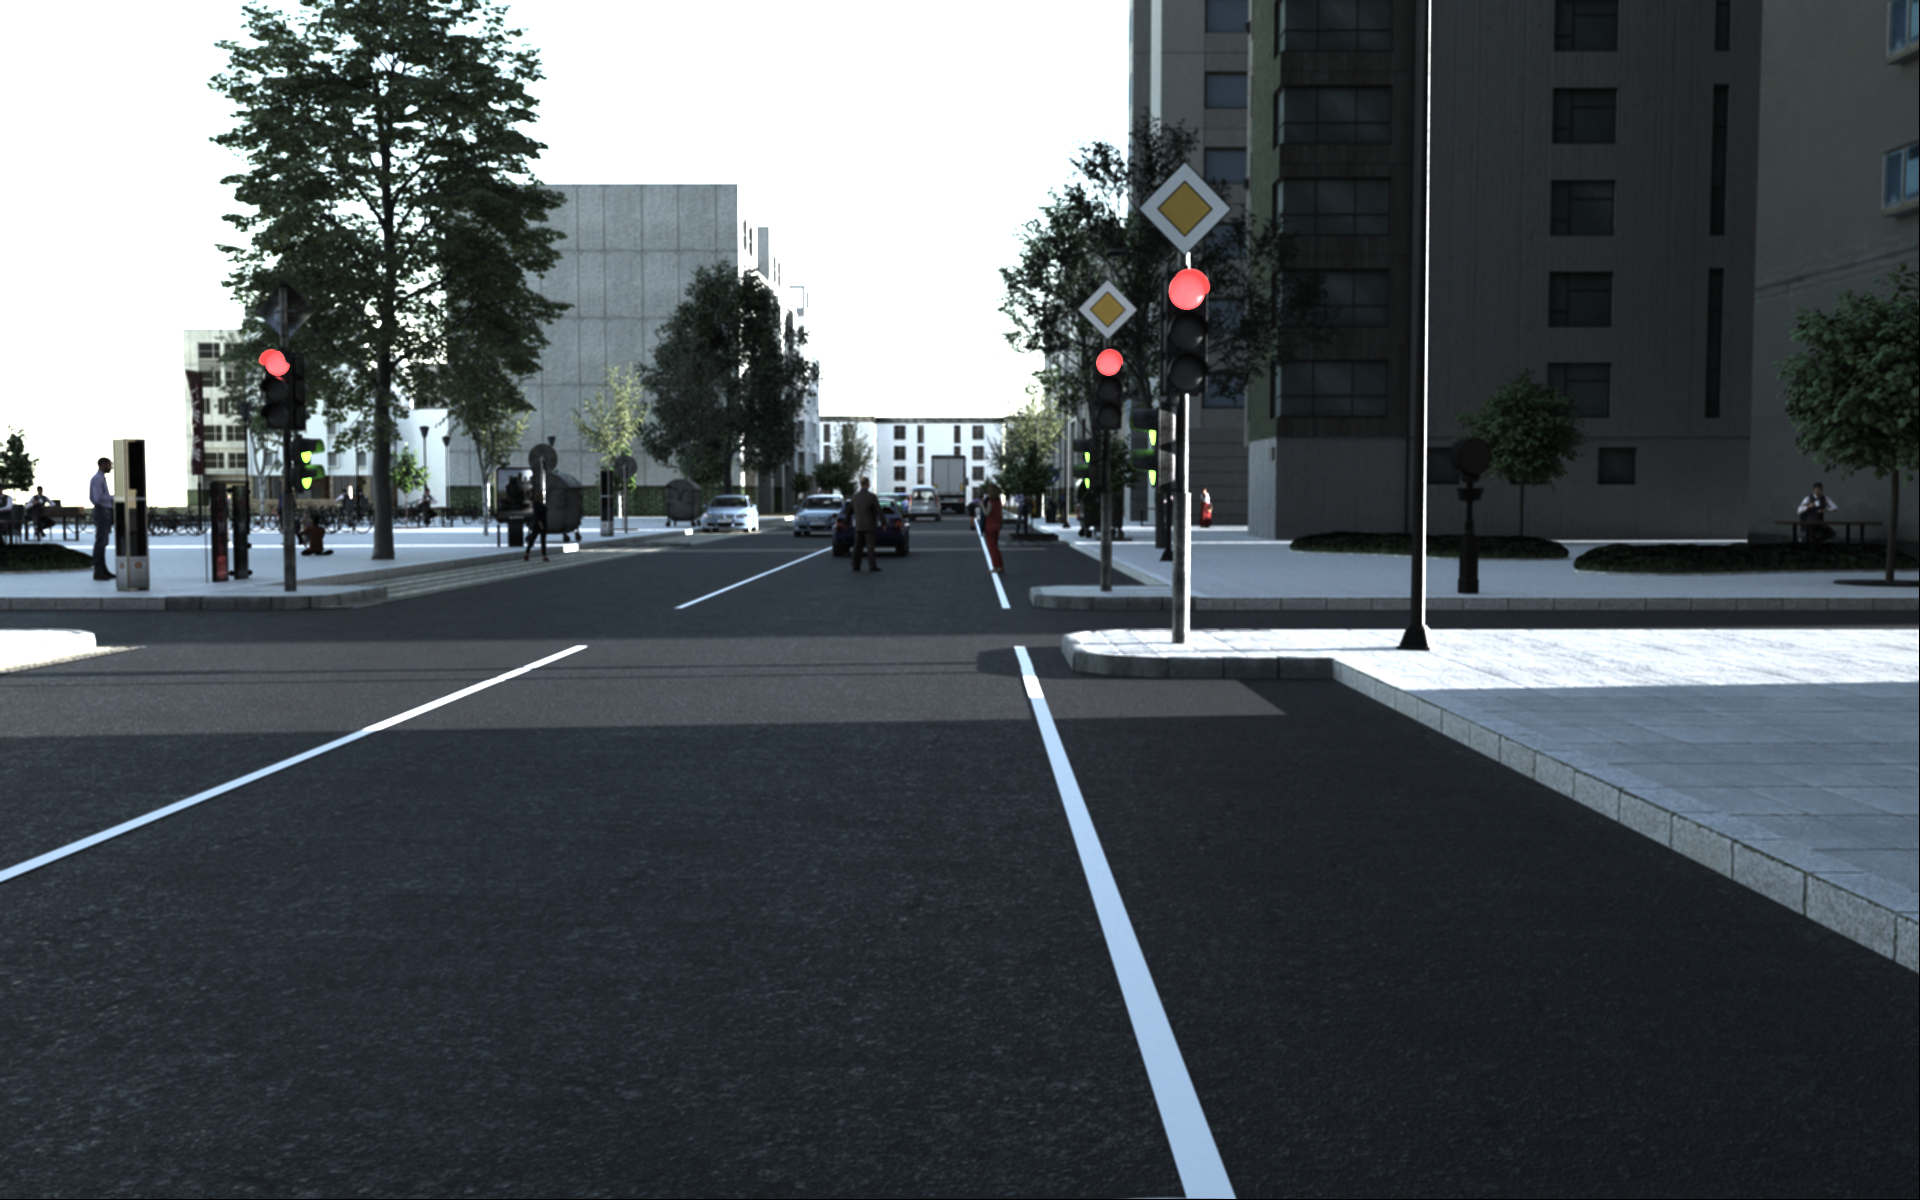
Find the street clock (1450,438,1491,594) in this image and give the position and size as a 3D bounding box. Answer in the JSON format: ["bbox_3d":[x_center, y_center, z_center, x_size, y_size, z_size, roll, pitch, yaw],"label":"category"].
[{"bbox_3d":[6.575,-1.087,22.351,0.471,2.002,0.358,-1,4,-17],"label":"street clock"}]

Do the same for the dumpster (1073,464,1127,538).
[{"bbox_3d":[4.158,-2.979,51.201,1.502,2.255,1.985,0,3,0],"label":"dumpster"}]

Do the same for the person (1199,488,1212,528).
[{"bbox_3d":[9.381,-3.532,66.251,0.523,1.526,0.387,-3,5,-39],"label":"person"}]

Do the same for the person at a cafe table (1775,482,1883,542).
[{"bbox_3d":[17.467,-1.625,35.079,1.698,1.524,1.622,0,4,7],"label":"person at a cafe table"}]

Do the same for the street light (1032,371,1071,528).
[{"bbox_3d":[3.500,-5.689,65.558,1.470,5.913,1.316,0,4,0],"label":"street light"}]

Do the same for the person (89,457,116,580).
[{"bbox_3d":[-12.741,-1.229,26.013,0.599,1.838,0.709,-2,4,-24],"label":"person"}]

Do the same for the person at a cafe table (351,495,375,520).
[{"bbox_3d":[-29.782,-4.605,86.152,1.726,1.238,1.698,3,4,38],"label":"person at a cafe table"}]

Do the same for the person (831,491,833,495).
[{"bbox_3d":[-12.372,-9.718,165.652,0.721,1.735,1.217,0,4,2],"label":"person"}]

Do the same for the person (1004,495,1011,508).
[{"bbox_3d":[4.176,-9.106,154.790,0.709,1.838,0.599,1,4,9],"label":"person"}]

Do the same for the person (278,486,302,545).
[{"bbox_3d":[-16.959,-2.142,43.755,0.574,1.496,0.600,-2,4,-28],"label":"person"}]

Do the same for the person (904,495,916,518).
[{"bbox_3d":[-2.723,-5.662,101.791,1.217,1.735,0.721,-1,4,-21],"label":"person"}]

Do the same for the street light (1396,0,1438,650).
[{"bbox_3d":[3.253,-2.548,14.208,1.470,5.913,1.316,0,4,0],"label":"street light"}]

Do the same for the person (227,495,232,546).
[{"bbox_3d":[-18.357,-2.034,43.205,0.435,1.345,0.340,0,4,3],"label":"person"}]

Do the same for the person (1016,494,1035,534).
[{"bbox_3d":[2.142,-2.955,56.684,0.709,1.838,0.599,-3,4,-38],"label":"person"}]

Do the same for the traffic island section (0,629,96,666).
[{"bbox_3d":[-8.918,0.448,14.963,2.009,0.180,2.903,0,4,0],"label":"traffic island section"}]

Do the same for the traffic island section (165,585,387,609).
[{"bbox_3d":[-8.889,-0.041,22.948,2.009,0.180,2.903,0,4,0],"label":"traffic island section"}]

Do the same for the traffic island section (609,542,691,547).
[{"bbox_3d":[-8.473,-1.513,47.598,1.991,0.108,1.994,0,4,0],"label":"traffic island section"}]

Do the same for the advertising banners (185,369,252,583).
[{"bbox_3d":[-10.869,-1.787,25.403,0.090,3.025,2.074,0,4,0],"label":"advertising banners"}]

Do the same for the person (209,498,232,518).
[{"bbox_3d":[-17.082,-1.875,39.886,0.799,1.438,0.628,3,5,44],"label":"person"}]

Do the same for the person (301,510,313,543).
[{"bbox_3d":[-17.028,-1.911,45.219,0.347,0.859,0.695,-2,4,-26],"label":"person"}]

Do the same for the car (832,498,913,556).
[{"bbox_3d":[-2.097,-1.758,41.323,1.945,1.354,3.894,0,4,0],"label":"car"}]

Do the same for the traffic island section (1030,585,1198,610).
[{"bbox_3d":[1.952,-0.038,22.904,2.009,0.180,2.903,0,4,0],"label":"traffic island section"}]

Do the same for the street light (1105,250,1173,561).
[{"bbox_3d":[3.458,-3.703,33.082,1.470,5.913,1.316,0,4,0],"label":"street light"}]

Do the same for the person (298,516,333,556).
[{"bbox_3d":[-13.623,-1.352,36.440,0.859,0.850,0.655,-3,4,-36],"label":"person"}]

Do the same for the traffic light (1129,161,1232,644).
[{"bbox_3d":[1.883,-1.583,14.805,0.839,4.253,0.868,0,4,0],"label":"traffic light"}]

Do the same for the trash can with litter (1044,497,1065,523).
[{"bbox_3d":[4.224,-3.956,76.060,1.055,1.170,0.624,2,4,33],"label":"trash can with litter"}]

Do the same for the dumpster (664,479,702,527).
[{"bbox_3d":[-10.914,-3.824,68.285,1.264,1.857,1.865,0,3,0],"label":"dumpster"}]

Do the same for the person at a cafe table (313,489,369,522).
[{"bbox_3d":[-28.887,-4.415,80.700,1.622,1.524,1.698,2,4,34],"label":"person at a cafe table"}]

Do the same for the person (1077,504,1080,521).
[{"bbox_3d":[5.782,-4.515,83.769,0.435,1.345,0.340,3,5,42],"label":"person"}]

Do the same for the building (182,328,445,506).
[{"bbox_3d":[-67.094,-19.993,193.348,31.486,18.905,16.747,0,4,0],"label":"building"}]

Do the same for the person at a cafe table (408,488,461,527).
[{"bbox_3d":[-20.649,-3.615,67.619,1.698,1.524,1.622,-3,5,-44],"label":"person at a cafe table"}]

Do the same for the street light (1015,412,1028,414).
[{"bbox_3d":[3.818,-7.669,97.930,1.470,5.913,1.316,0,4,0],"label":"street light"}]

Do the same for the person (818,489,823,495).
[{"bbox_3d":[-8.750,-6.139,109.603,0.721,1.736,1.217,2,4,30],"label":"person"}]

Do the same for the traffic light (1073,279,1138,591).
[{"bbox_3d":[1.912,-2.071,22.790,0.839,4.253,0.868,0,4,0],"label":"traffic light"}]

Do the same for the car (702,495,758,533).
[{"bbox_3d":[-8.616,-3.252,65.169,2.014,1.417,4.499,0,4,-1],"label":"car"}]

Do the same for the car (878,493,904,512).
[{"bbox_3d":[-4.539,-6.187,109.950,1.959,1.807,4.718,0,4,-2],"label":"car"}]

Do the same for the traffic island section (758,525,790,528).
[{"bbox_3d":[-8.373,-3.161,74.541,1.991,0.108,1.994,0,4,0],"label":"traffic island section"}]

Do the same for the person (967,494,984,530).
[{"bbox_3d":[0.633,-3.534,69.506,0.697,1.427,0.421,-1,4,-16],"label":"person"}]

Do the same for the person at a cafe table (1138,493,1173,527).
[{"bbox_3d":[7.915,-3.694,68.913,1.622,1.524,1.698,0,4,8],"label":"person at a cafe table"}]

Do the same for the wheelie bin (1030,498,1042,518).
[{"bbox_3d":[4.059,-5.183,92.645,0.693,1.594,0.980,0,4,-4],"label":"wheelie bin"}]

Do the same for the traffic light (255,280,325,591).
[{"bbox_3d":[-8.849,-2.073,22.813,0.839,4.253,0.868,0,4,0],"label":"traffic light"}]

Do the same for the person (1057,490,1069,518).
[{"bbox_3d":[5.317,-5.004,90.559,0.600,1.496,0.574,-3,4,-36],"label":"person"}]

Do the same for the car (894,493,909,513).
[{"bbox_3d":[-4.601,-7.531,132.726,1.945,1.707,3.694,0,4,1],"label":"car"}]

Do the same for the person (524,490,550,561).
[{"bbox_3d":[-9.031,-1.583,36.926,0.613,1.512,0.480,0,4,3],"label":"person"}]

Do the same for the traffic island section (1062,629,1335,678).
[{"bbox_3d":[1.923,0.450,14.919,2.009,0.180,2.903,0,4,0],"label":"traffic island section"}]

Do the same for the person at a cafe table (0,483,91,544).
[{"bbox_3d":[-25.136,-2.391,47.612,1.622,1.524,1.698,3,4,38],"label":"person at a cafe table"}]

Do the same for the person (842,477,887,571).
[{"bbox_3d":[-1.766,-1.428,32.400,0.990,1.755,0.434,2,4,35],"label":"person"}]

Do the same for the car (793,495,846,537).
[{"bbox_3d":[-4.705,-2.931,59.927,2.014,1.417,4.499,0,4,1],"label":"car"}]

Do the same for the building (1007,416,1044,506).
[{"bbox_3d":[18.810,-15.146,189.787,28.070,9.664,9.099,0,4,0],"label":"building"}]

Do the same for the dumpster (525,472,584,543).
[{"bbox_3d":[-10.874,-2.477,46.265,1.264,1.857,1.865,0,4,0],"label":"dumpster"}]

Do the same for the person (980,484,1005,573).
[{"bbox_3d":[0.585,-1.301,31.471,0.593,1.614,0.444,-2,4,-31],"label":"person"}]

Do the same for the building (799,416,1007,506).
[{"bbox_3d":[-9.260,-15.152,189.876,28.070,9.664,9.099,0,4,0],"label":"building"}]
